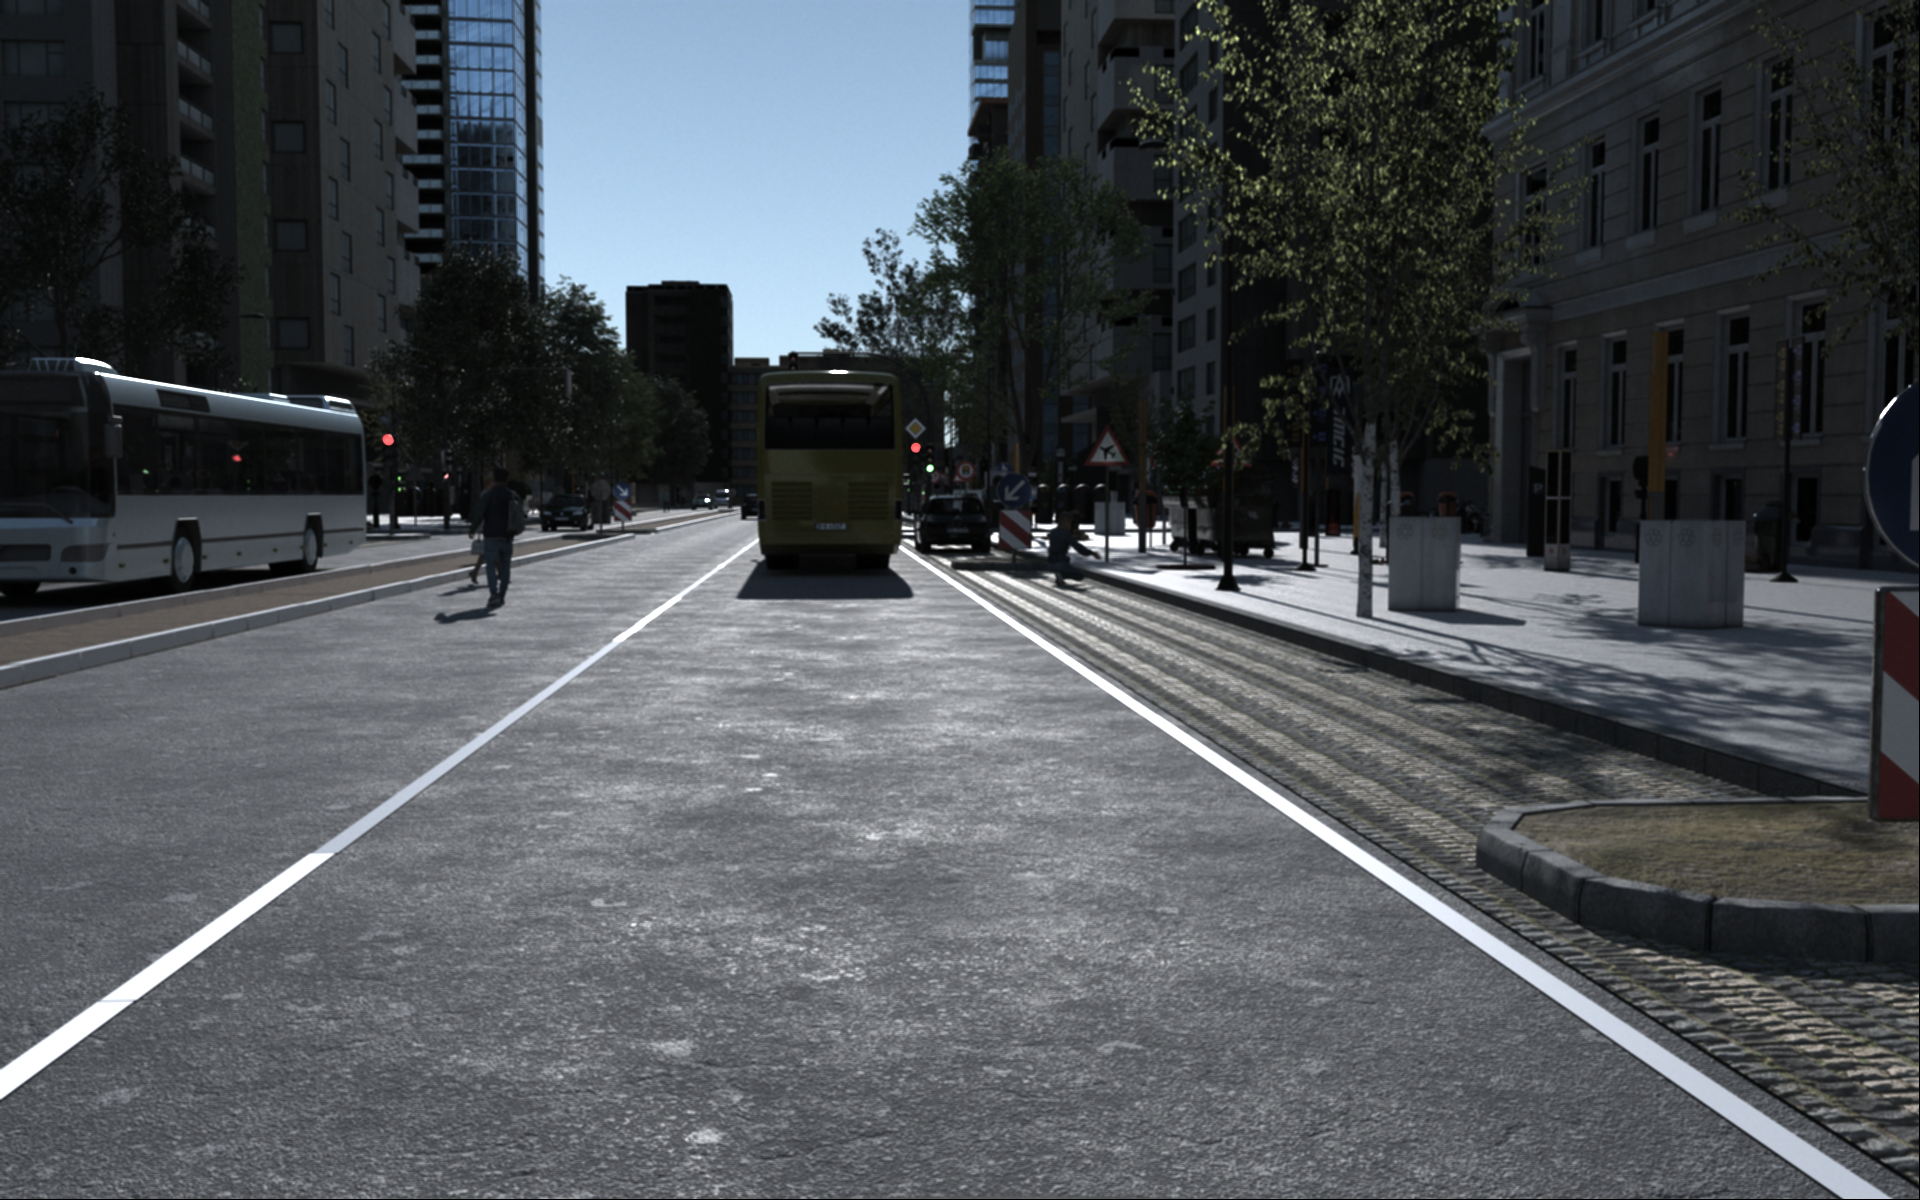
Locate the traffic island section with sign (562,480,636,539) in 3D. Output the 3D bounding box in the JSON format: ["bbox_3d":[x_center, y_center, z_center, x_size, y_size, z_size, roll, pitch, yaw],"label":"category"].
[{"bbox_3d":[-11.561,-2.888,55.350,2.006,1.907,1.989,0,4,-5],"label":"traffic island section with sign"}]

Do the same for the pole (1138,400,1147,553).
[{"bbox_3d":[3.982,-2.687,37.769,0.158,3.312,0.155,0,3,0],"label":"pole"}]

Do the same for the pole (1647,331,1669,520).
[{"bbox_3d":[8.793,-1.713,21.856,0.158,3.312,0.155,0,3,0],"label":"pole"}]

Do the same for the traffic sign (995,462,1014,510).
[{"bbox_3d":[1.798,-4.262,69.782,0.768,2.556,0.104,0,4,3],"label":"traffic sign"}]

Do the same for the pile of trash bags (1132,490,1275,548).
[{"bbox_3d":[5.752,-1.954,41.693,3.447,1.369,1.912,-1,4,-20],"label":"pile of trash bags"}]

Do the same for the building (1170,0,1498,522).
[{"bbox_3d":[18.413,-19.057,83.283,14.107,30.474,14.160,0,4,-5],"label":"building"}]

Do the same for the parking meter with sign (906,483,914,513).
[{"bbox_3d":[-3.215,-7.300,115.623,1.738,3.016,0.543,1,4,14],"label":"parking meter with sign"}]

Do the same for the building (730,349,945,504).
[{"bbox_3d":[-17.552,-24.622,247.614,28.899,21.520,27.650,0,4,-5],"label":"building"}]

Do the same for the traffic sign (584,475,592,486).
[{"bbox_3d":[-25.257,-7.165,117.252,0.768,2.556,0.104,0,4,3],"label":"traffic sign"}]

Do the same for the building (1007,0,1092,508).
[{"bbox_3d":[11.851,-30.821,154.038,14.600,45.320,14.200,0,4,-5],"label":"building"}]

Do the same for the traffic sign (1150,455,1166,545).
[{"bbox_3d":[5.186,-2.680,43.926,0.768,2.556,0.104,0,4,1],"label":"traffic sign"}]

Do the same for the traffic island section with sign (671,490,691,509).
[{"bbox_3d":[-26.373,-9.530,164.437,1.989,1.847,2.006,0,4,-5],"label":"traffic island section with sign"}]

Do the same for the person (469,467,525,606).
[{"bbox_3d":[-5.950,-0.828,22.383,0.623,1.781,0.721,-3,5,-44],"label":"person"}]

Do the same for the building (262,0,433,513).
[{"bbox_3d":[-49.876,-31.702,107.561,28.713,52.752,27.495,0,4,-5],"label":"building"}]

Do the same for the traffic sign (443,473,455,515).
[{"bbox_3d":[-25.261,-5.110,85.686,0.606,2.300,0.079,0,4,1],"label":"traffic sign"}]

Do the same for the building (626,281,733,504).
[{"bbox_3d":[-38.377,-28.520,237.994,14.107,30.474,14.160,0,4,-5],"label":"building"}]

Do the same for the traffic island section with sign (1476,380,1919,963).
[{"bbox_3d":[2.997,0.147,6.224,1.989,1.847,2.006,0,4,-5],"label":"traffic island section with sign"}]

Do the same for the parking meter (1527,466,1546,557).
[{"bbox_3d":[11.863,-1.826,35.559,0.399,1.863,0.255,1,4,14],"label":"parking meter"}]

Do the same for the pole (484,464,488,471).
[{"bbox_3d":[-29.891,-7.061,109.286,0.158,3.312,0.155,0,3,0],"label":"pole"}]

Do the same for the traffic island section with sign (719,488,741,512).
[{"bbox_3d":[-18.134,-7.920,137.635,2.006,1.907,1.989,0,4,-5],"label":"traffic island section with sign"}]

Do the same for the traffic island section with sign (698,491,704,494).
[{"bbox_3d":[-28.513,-11.173,191.307,1.989,1.847,2.006,0,4,-5],"label":"traffic island section with sign"}]

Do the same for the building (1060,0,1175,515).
[{"bbox_3d":[21.865,-32.271,116.873,28.713,52.752,27.495,0,4,-5],"label":"building"}]

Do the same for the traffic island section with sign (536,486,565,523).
[{"bbox_3d":[-20.194,-4.801,87.120,1.989,1.847,2.006,0,4,-5],"label":"traffic island section with sign"}]

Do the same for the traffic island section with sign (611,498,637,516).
[{"bbox_3d":[-22.332,-6.444,113.991,1.989,1.847,2.006,0,4,-5],"label":"traffic island section with sign"}]

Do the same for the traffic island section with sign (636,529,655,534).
[{"bbox_3d":[-12.141,-3.339,62.735,2.006,1.907,1.989,0,4,-5],"label":"traffic island section with sign"}]

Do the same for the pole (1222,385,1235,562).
[{"bbox_3d":[5.042,-2.367,32.539,0.158,3.312,0.155,0,3,0],"label":"pole"}]

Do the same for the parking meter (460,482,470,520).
[{"bbox_3d":[-24.803,-4.960,86.806,0.399,1.863,0.255,-3,5,-40],"label":"parking meter"}]

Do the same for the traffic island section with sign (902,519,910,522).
[{"bbox_3d":[-3.601,-4.903,88.792,1.989,1.847,2.006,0,4,-5],"label":"traffic island section with sign"}]

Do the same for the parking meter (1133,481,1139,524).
[{"bbox_3d":[7.644,-4.206,74.477,0.399,1.863,0.255,2,4,27],"label":"parking meter"}]

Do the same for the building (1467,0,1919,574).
[{"bbox_3d":[20.894,-15.298,36.030,13.634,28.700,20.117,0,4,-5],"label":"building"}]

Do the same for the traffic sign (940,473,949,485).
[{"bbox_3d":[-1.037,-6.355,104.004,0.768,2.556,0.104,0,4,3],"label":"traffic sign"}]

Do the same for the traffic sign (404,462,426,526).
[{"bbox_3d":[-21.941,-4.265,69.741,0.884,2.594,0.081,0,4,2],"label":"traffic sign"}]

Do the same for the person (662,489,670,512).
[{"bbox_3d":[-23.270,-7.871,137.214,0.660,1.820,0.620,1,4,13],"label":"person"}]

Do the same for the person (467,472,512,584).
[{"bbox_3d":[-7.527,-1.150,27.660,0.624,1.780,0.694,1,4,9],"label":"person"}]

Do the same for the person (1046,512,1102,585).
[{"bbox_3d":[1.642,-0.821,27.424,0.738,1.151,1.012,-3,4,-38],"label":"person"}]

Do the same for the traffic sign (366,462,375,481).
[{"bbox_3d":[-23.203,-4.124,67.531,0.768,2.556,0.104,0,4,2],"label":"traffic sign"}]

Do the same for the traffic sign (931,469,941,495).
[{"bbox_3d":[-1.360,-5.384,88.139,0.768,2.556,0.104,0,4,-4],"label":"traffic sign"}]

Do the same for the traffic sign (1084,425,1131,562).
[{"bbox_3d":[2.760,-1.986,32.483,0.884,2.594,0.081,0,4,-3],"label":"traffic sign"}]

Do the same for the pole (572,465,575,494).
[{"bbox_3d":[-25.385,-7.329,113.677,0.158,3.312,0.155,0,3,0],"label":"pole"}]

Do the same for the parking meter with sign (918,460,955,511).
[{"bbox_3d":[-1.185,-5.673,89.008,1.738,3.016,0.543,-1,4,-10],"label":"parking meter with sign"}]

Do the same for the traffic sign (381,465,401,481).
[{"bbox_3d":[-22.387,-4.164,68.181,0.768,2.556,0.104,0,4,-1],"label":"traffic sign"}]

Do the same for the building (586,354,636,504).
[{"bbox_3d":[-60.849,-24.380,243.647,28.899,21.520,27.650,0,4,-5],"label":"building"}]

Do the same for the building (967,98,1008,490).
[{"bbox_3d":[12.306,-32.787,190.684,22.147,44.769,28.867,0,4,-5],"label":"building"}]

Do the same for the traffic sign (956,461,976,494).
[{"bbox_3d":[0.225,-4.028,65.957,0.768,2.556,0.104,0,4,-2],"label":"traffic sign"}]

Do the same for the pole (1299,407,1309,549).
[{"bbox_3d":[8.091,-2.865,40.678,0.158,3.312,0.155,0,3,0],"label":"pole"}]

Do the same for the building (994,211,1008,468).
[{"bbox_3d":[10.115,-24.292,168.867,14.160,30.474,14.107,0,4,-5],"label":"building"}]

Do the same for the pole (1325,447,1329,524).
[{"bbox_3d":[14.885,-4.671,70.213,0.158,3.312,0.155,0,3,0],"label":"pole"}]

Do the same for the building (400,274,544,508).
[{"bbox_3d":[-52.441,-18.638,149.777,27.650,21.520,28.899,0,4,-5],"label":"building"}]

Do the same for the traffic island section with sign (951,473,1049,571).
[{"bbox_3d":[0.852,-1.496,33.094,1.989,1.847,2.006,0,4,-5],"label":"traffic island section with sign"}]

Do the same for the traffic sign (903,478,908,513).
[{"bbox_3d":[-3.680,-7.017,114.835,0.768,2.556,0.104,0,4,-2],"label":"traffic sign"}]

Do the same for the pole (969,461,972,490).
[{"bbox_3d":[0.670,-6.997,108.243,0.158,3.312,0.155,0,3,0],"label":"pole"}]

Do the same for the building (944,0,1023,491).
[{"bbox_3d":[13.133,-56.996,244.558,31.000,86.520,22.319,0,4,-5],"label":"building"}]

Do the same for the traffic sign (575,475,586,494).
[{"bbox_3d":[-25.571,-7.124,116.591,0.768,2.556,0.104,0,4,-3],"label":"traffic sign"}]

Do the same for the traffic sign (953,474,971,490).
[{"bbox_3d":[0.056,-4.686,76.613,0.884,2.594,0.081,0,4,-3],"label":"traffic sign"}]

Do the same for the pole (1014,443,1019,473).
[{"bbox_3d":[2.229,-4.581,68.736,0.158,3.312,0.155,0,3,0],"label":"pole"}]

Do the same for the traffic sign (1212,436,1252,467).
[{"bbox_3d":[5.221,-2.055,33.610,0.884,2.594,0.081,0,4,1],"label":"traffic sign"}]

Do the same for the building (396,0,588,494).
[{"bbox_3d":[-57.931,-53.489,187.212,31.000,86.520,22.319,0,4,-5],"label":"building"}]

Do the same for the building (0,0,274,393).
[{"bbox_3d":[-40.695,-24.143,78.339,14.154,41.232,14.086,0,4,-5],"label":"building"}]
